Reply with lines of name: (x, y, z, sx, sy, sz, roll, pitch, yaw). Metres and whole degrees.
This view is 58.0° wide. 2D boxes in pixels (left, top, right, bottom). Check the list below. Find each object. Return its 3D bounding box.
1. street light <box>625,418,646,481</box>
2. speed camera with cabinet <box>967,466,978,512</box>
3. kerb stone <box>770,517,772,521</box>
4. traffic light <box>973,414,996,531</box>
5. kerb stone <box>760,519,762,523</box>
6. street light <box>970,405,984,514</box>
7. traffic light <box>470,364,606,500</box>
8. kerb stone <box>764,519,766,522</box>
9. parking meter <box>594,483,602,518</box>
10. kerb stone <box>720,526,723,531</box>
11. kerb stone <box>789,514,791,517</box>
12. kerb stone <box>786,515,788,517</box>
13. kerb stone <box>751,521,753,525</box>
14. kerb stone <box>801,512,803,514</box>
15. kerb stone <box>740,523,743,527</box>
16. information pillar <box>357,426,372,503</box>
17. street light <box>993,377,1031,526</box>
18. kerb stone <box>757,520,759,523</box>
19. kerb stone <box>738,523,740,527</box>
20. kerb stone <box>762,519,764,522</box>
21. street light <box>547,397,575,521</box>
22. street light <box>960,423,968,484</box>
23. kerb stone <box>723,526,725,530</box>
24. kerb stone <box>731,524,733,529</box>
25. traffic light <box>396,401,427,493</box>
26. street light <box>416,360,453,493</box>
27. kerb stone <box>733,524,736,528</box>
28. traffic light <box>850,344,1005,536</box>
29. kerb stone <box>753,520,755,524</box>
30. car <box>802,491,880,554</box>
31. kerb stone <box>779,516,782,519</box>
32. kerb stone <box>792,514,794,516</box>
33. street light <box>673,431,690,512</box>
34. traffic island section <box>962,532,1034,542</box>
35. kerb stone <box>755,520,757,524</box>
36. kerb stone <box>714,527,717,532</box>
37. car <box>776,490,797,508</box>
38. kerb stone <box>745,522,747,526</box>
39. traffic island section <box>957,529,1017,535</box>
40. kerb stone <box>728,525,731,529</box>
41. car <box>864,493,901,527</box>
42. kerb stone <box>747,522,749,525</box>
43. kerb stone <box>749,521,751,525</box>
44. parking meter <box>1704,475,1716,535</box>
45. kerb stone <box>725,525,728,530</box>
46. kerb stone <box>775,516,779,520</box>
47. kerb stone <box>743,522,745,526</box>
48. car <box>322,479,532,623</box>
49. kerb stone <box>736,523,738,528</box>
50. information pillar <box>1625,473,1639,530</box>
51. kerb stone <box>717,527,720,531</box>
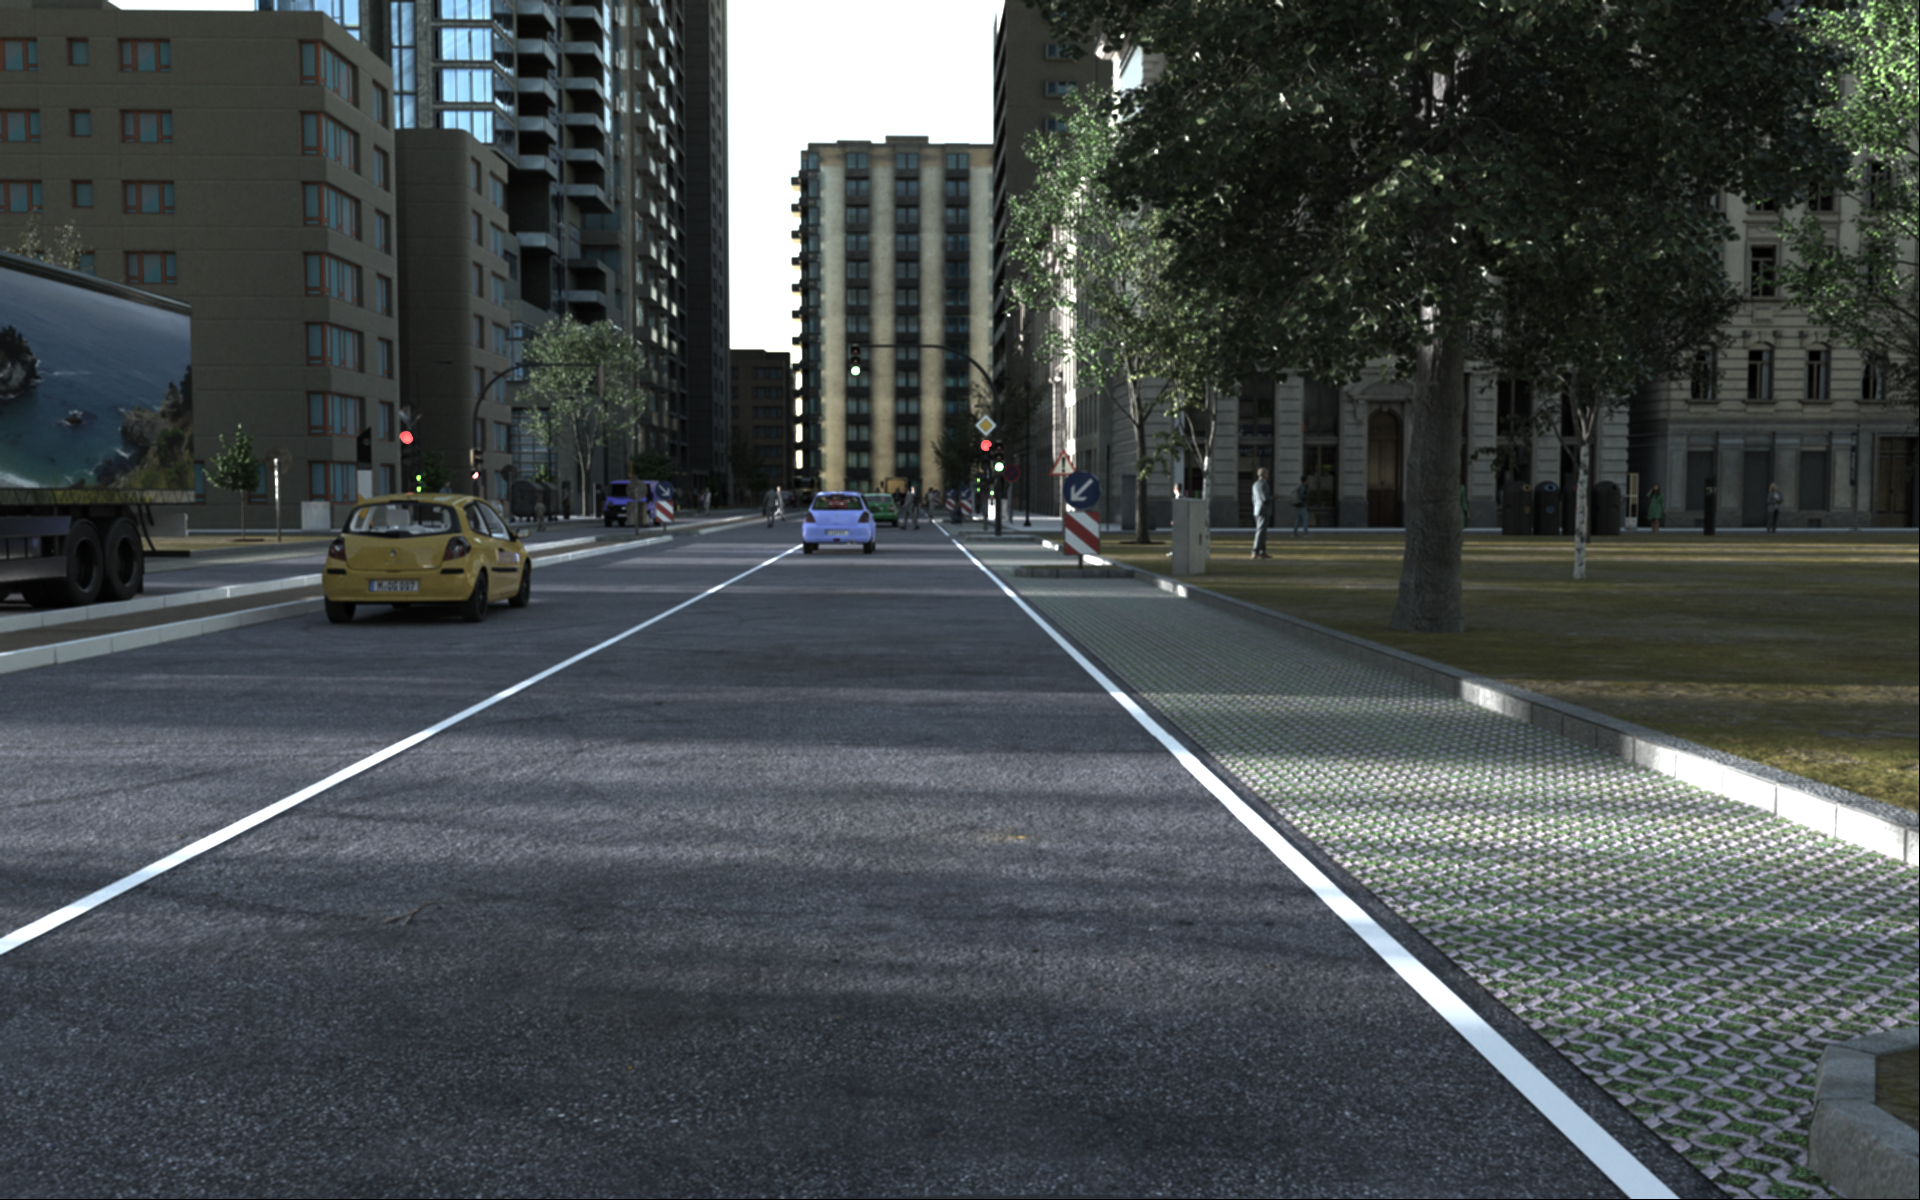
street light: (-19.786, -8.128, 105.440, 1.470, 5.913, 1.316, 0, 4, -2)
speed camera with cabinet: (0.940, -7.817, 122.136, 0.660, 3.252, 2.038, 1, 4, 9)
kerb stone: (-10.176, -4.240, 91.516, 0.120, 0.150, 1.000, 0, 4, -2)
traffic light: (0.889, -4.404, 60.929, 0.839, 4.253, 0.868, 0, 4, -2)
kerb stone: (-9.974, -3.864, 85.378, 0.120, 0.150, 1.000, 0, 4, -2)
street light: (1.375, -7.219, 90.570, 1.470, 5.913, 1.316, 0, 4, -2)
traffic light: (-14.775, -5.246, 60.446, 4.771, 5.953, 1.251, 0, 4, -2)
kerb stone: (-10.042, -3.989, 87.423, 0.120, 0.150, 1.000, 0, 4, -2)
parking meter: (-19.518, -5.367, 93.463, 0.399, 1.863, 0.255, -1, 4, -21)
kerb stone: (-9.382, -2.734, 66.902, 0.120, 0.150, 1.000, 0, 4, -2)
kerb stone: (-10.657, -5.180, 106.892, 0.120, 0.150, 1.000, 0, 4, -2)
kerb stone: (-10.567, -4.991, 103.805, 0.120, 0.150, 1.000, 0, 4, -2)
kerb stone: (-9.807, -3.548, 80.241, 0.120, 0.150, 1.000, 0, 4, -2)
kerb stone: (-11.066, -5.933, 119.204, 0.120, 0.150, 1.000, 0, 4, -2)
kerb stone: (-9.641, -3.236, 75.107, 0.120, 0.150, 1.000, 0, 4, -2)
information pillar: (-20.443, -4.169, 59.520, 0.504, 3.616, 0.183, -1, 4, -18)
street light: (2.139, -5.879, 68.670, 1.470, 5.913, 1.316, 0, 4, -2)
kerb stone: (-9.908, -3.729, 83.327, 0.120, 0.150, 1.000, 0, 4, -2)
kerb stone: (-9.611, -3.171, 74.082, 0.120, 0.150, 1.000, 0, 4, -2)
kerb stone: (-10.008, -3.927, 86.400, 0.120, 0.150, 1.000, 0, 4, -2)
street light: (-19.080, -6.749, 82.890, 1.470, 5.913, 1.316, 0, 4, -2)
street light: (0.675, -8.604, 113.211, 1.470, 5.913, 1.316, 0, 4, -2)
kerb stone: (-9.411, -2.796, 67.924, 0.120, 0.150, 1.000, 0, 4, -2)
kerb stone: (-9.509, -2.985, 71.003, 0.120, 0.150, 1.000, 0, 4, -2)
traffic light: (-16.605, -3.880, 52.362, 0.839, 4.253, 0.868, 0, 4, -2)
street light: (-18.271, -5.361, 60.189, 1.470, 5.913, 1.316, 0, 4, -2)
kerb stone: (-9.549, -3.048, 72.024, 0.120, 0.150, 1.000, 0, 4, -2)
traffic light: (-0.942, -4.775, 52.740, 4.771, 5.953, 1.251, 0, 4, -2)
kerb stone: (-9.839, -3.613, 81.263, 0.120, 0.150, 1.000, 0, 4, -2)
car: (-2.962, -2.035, 42.869, 1.945, 1.707, 3.694, 0, 4, -1)
kerb stone: (-10.439, -4.740, 99.710, 0.120, 0.150, 1.000, 0, 4, -2)
kerb stone: (-10.769, -5.368, 109.969, 0.120, 0.150, 1.000, 0, 4, -2)
street light: (-20.478, -9.468, 127.342, 1.470, 5.913, 1.316, 0, 4, -2)
traffic island section: (1.187, -1.883, 53.064, 2.009, 0.180, 2.903, 0, 4, -2)
kerb stone: (-9.875, -3.665, 82.300, 0.120, 0.150, 1.000, 0, 4, -2)
kerb stone: (-9.308, -2.609, 64.859, 0.120, 0.150, 1.000, 0, 4, -2)
car: (-18.254, -10.626, 182.402, 2.281, 1.827, 5.304, 0, 4, -3)
kerb stone: (-9.712, -3.361, 77.153, 0.120, 0.150, 1.000, 0, 4, -2)
traffic island section: (0.929, -2.371, 61.045, 2.009, 0.180, 2.903, 0, 4, -2)
kerb stone: (-9.478, -2.919, 69.973, 0.120, 0.150, 1.000, 0, 4, -2)
car: (-3.606, -4.136, 76.422, 1.959, 1.807, 4.718, 0, 4, -1)
kerb stone: (-9.745, -3.423, 78.186, 0.120, 0.150, 1.000, 0, 4, -2)
kerb stone: (-9.781, -3.488, 79.219, 0.120, 0.150, 1.000, 0, 4, -2)
parking meter: (23.357, -2.949, 53.929, 0.255, 1.863, 0.399, 3, 4, 37)
kerb stone: (-9.448, -2.858, 68.951, 0.120, 0.150, 1.000, 0, 4, -2)
kerb stone: (-10.339, -4.553, 96.639, 0.120, 0.150, 1.000, 0, 4, -2)
kerb stone: (-9.675, -3.291, 76.130, 0.120, 0.150, 1.000, 0, 4, -2)
car: (-6.262, -0.642, 20.716, 2.015, 1.641, 3.980, 0, 4, -3)
kerb stone: (-9.581, -3.111, 73.055, 0.120, 0.150, 1.000, 0, 4, -2)
information pillar: (23.788, -3.476, 61.332, 0.304, 2.012, 0.304, -1, 4, -10)
kerb stone: (-9.354, -2.672, 65.880, 0.120, 0.150, 1.000, 0, 4, -2)
